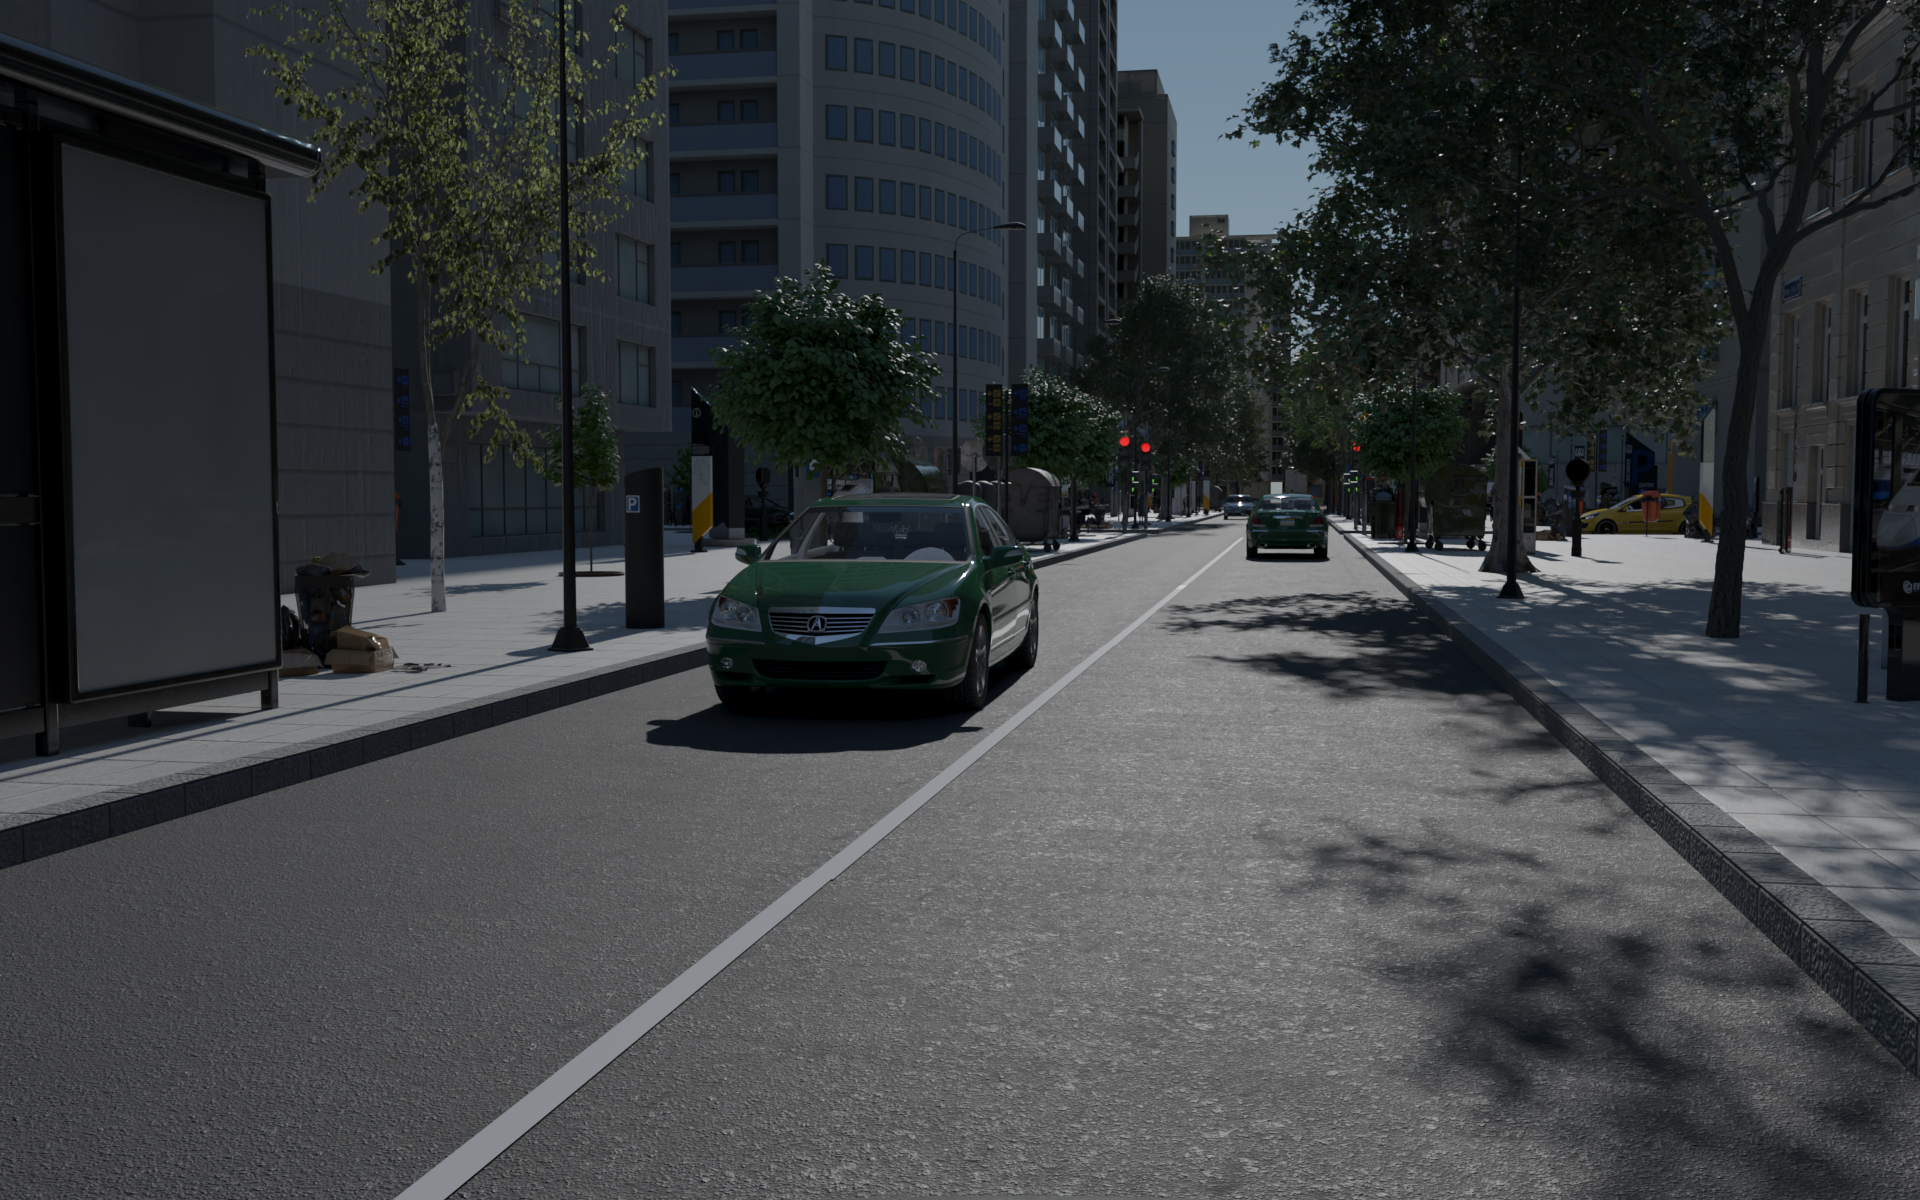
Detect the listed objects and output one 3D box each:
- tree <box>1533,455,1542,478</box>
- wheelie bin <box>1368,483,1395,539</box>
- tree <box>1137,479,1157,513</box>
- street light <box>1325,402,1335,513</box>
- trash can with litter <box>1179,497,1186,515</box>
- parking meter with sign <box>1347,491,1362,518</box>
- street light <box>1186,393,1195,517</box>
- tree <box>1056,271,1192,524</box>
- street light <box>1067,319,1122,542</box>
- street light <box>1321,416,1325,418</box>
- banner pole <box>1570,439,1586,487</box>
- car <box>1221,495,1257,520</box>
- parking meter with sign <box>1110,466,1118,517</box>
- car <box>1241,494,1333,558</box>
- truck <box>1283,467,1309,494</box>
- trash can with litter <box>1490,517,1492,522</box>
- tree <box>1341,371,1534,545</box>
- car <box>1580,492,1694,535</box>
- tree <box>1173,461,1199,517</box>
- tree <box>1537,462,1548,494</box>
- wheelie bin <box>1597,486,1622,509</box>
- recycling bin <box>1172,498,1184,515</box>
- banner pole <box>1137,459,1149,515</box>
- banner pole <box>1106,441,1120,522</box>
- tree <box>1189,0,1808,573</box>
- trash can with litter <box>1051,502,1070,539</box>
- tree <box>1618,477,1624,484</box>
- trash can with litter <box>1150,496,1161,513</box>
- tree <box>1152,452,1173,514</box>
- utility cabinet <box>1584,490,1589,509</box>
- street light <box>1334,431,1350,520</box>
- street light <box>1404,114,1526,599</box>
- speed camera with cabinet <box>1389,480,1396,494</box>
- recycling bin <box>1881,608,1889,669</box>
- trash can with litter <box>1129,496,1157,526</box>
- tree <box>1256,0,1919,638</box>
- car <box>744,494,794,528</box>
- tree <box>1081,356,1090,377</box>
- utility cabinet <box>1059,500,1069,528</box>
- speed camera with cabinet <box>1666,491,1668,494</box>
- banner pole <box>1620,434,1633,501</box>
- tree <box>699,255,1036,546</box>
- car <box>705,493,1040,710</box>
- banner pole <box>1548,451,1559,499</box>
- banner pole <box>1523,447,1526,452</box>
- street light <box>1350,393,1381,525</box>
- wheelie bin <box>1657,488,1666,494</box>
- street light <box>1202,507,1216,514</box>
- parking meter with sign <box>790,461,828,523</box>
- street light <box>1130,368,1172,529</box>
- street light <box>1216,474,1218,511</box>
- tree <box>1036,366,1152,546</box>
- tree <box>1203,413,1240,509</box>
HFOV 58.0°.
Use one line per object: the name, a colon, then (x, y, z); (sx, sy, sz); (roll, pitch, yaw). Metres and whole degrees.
tree: (31.543, -7.059, 99.120); (4.285, 4.588, 4.351); (0, 3, 0)
wheelie bin: (12.197, -2.573, 49.971); (0.693, 1.594, 0.980); (-1, 4, -14)
tree: (12.459, -7.531, 117.738); (1.663, 3.219, 1.824); (0, 3, 0)
street light: (15.921, -6.048, 71.428); (1.470, 5.913, 1.316); (1, 4, 11)
trash can with litter: (13.805, -5.813, 106.437); (0.624, 1.170, 1.055); (-2, 4, -28)
parking meter with sign: (21.269, -5.867, 92.189); (1.738, 3.016, 0.543); (-3, 5, -42)
street light: (10.156, -6.558, 79.767); (1.470, 5.913, 1.316); (1, 4, 11)
tree: (7.225, -8.467, 72.842); (7.601, 10.594, 8.767); (3, 5, 40)
street light: (3.602, -4.512, 46.316); (1.470, 5.913, 1.316); (1, 4, 11)
street light: (19.083, -7.023, 87.363); (1.470, 5.913, 1.316); (1, 4, 11)
banner pole: (27.967, -5.423, 78.687); (0.863, 3.779, 0.401); (3, 5, 42)
car: (15.846, -5.276, 98.266); (2.014, 1.417, 4.499); (1, 4, 9)
parking meter with sign: (8.761, -6.219, 97.940); (0.543, 3.016, 1.738); (1, 4, 9)
car: (7.596, -1.742, 40.282); (2.131, 1.459, 4.920); (1, 4, 10)
truck: (35.767, -11.957, 184.417); (2.839, 4.237, 11.283); (1, 4, 11)
trash can with litter: (25.194, -4.234, 80.284); (1.678, 1.210, 2.233); (-1, 4, -9)
tree: (11.403, -3.714, 44.430); (4.285, 4.588, 4.351); (0, 3, 0)
car: (22.506, -2.878, 57.282); (3.980, 1.641, 2.015); (1, 4, 11)
tree: (12.072, -7.084, 99.536); (4.285, 4.588, 4.351); (0, 3, 0)
tree: (34.725, -6.683, 103.868); (1.663, 3.219, 1.824); (0, 3, 0)
wheelie bin: (25.607, -3.689, 68.223); (0.980, 1.594, 0.693); (0, 4, -8)
recycling bin: (13.611, -5.825, 107.791); (0.722, 1.027, 0.722); (-2, 4, -29)
banner pole: (11.447, -7.217, 108.018); (0.863, 3.779, 0.401); (-2, 4, -24)
banner pole: (7.032, -5.440, 78.958); (0.863, 3.779, 0.401); (2, 4, 24)
tree: (8.937, -6.795, 28.113); (9.611, 12.733, 9.660); (0, 3, 0)
trash can with litter: (2.705, -2.327, 49.440); (0.624, 1.170, 1.055); (2, 4, 31)
tree: (40.837, -6.712, 104.340); (1.663, 3.219, 1.824); (0, 3, 0)
trash can with litter: (13.137, -6.311, 114.580); (1.055, 1.170, 0.624); (-3, 5, -39)
tree: (3.512, -4.206, 52.475); (4.285, 4.588, 4.351); (0, 3, 0)
utility cabinet: (36.674, -5.689, 101.692); (0.318, 1.500, 1.173); (1, 4, 11)
street light: (12.644, -5.012, 54.493); (1.470, 5.913, 1.316); (1, 4, 11)
street light: (6.260, -2.980, 21.268); (1.470, 5.913, 1.316); (1, 4, 11)
speed camera with cabinet: (18.250, -4.826, 73.246); (0.660, 3.252, 2.038); (0, 4, 4)
recycling bin: (7.237, -0.001, 12.576); (0.722, 1.027, 0.722); (-2, 4, -30)
trash can with litter: (7.198, -3.637, 70.523); (1.678, 1.210, 2.233); (1, 4, 17)
tree: (6.743, -4.921, 14.874); (8.767, 10.594, 7.601); (1, 4, 12)
car: (-7.484, -3.249, 62.908); (4.222, 1.686, 2.009); (1, 4, 10)
tree: (10.349, -10.446, 87.799); (9.611, 12.733, 9.660); (0, 3, 0)
utility cabinet: (3.734, -3.321, 65.457); (1.020, 1.237, 0.306); (1, 4, 13)
speed camera with cabinet: (43.368, -6.719, 104.197); (2.038, 3.252, 0.660); (0, 4, 7)
banner pole: (27.950, -5.060, 72.742); (0.863, 3.779, 0.401); (-2, 4, -27)
tree: (-1.867, -2.458, 23.904); (4.285, 4.588, 4.351); (0, 3, 0)
car: (-0.494, -0.082, 13.146); (2.131, 1.459, 4.920); (1, 4, 10)
banner pole: (34.289, -6.729, 100.031); (0.401, 3.779, 0.863); (-2, 4, -34)
banner pole: (30.069, -6.263, 92.424); (0.401, 3.779, 0.863); (2, 4, 25)
street light: (9.512, -4.029, 38.419); (1.470, 5.913, 1.316); (1, 4, 11)
wheelie bin: (35.803, -4.945, 88.763); (0.980, 1.594, 0.693); (2, 4, 35)
street light: (13.205, -7.534, 95.725); (1.470, 5.913, 1.316); (1, 4, 11)
parking meter with sign: (-2.445, -1.976, 28.566); (0.543, 3.016, 1.738); (-1, 4, -20)
street light: (7.012, -5.582, 63.808); (1.470, 5.913, 1.316); (1, 4, 11)
street light: (16.462, -8.543, 112.227); (1.470, 5.913, 1.316); (1, 4, 11)
tree: (1.900, -3.658, 43.528); (4.285, 4.588, 4.351); (0, 3, 0)
tree: (20.219, -11.432, 137.271); (4.737, 8.622, 4.395); (0, 3, 0)
